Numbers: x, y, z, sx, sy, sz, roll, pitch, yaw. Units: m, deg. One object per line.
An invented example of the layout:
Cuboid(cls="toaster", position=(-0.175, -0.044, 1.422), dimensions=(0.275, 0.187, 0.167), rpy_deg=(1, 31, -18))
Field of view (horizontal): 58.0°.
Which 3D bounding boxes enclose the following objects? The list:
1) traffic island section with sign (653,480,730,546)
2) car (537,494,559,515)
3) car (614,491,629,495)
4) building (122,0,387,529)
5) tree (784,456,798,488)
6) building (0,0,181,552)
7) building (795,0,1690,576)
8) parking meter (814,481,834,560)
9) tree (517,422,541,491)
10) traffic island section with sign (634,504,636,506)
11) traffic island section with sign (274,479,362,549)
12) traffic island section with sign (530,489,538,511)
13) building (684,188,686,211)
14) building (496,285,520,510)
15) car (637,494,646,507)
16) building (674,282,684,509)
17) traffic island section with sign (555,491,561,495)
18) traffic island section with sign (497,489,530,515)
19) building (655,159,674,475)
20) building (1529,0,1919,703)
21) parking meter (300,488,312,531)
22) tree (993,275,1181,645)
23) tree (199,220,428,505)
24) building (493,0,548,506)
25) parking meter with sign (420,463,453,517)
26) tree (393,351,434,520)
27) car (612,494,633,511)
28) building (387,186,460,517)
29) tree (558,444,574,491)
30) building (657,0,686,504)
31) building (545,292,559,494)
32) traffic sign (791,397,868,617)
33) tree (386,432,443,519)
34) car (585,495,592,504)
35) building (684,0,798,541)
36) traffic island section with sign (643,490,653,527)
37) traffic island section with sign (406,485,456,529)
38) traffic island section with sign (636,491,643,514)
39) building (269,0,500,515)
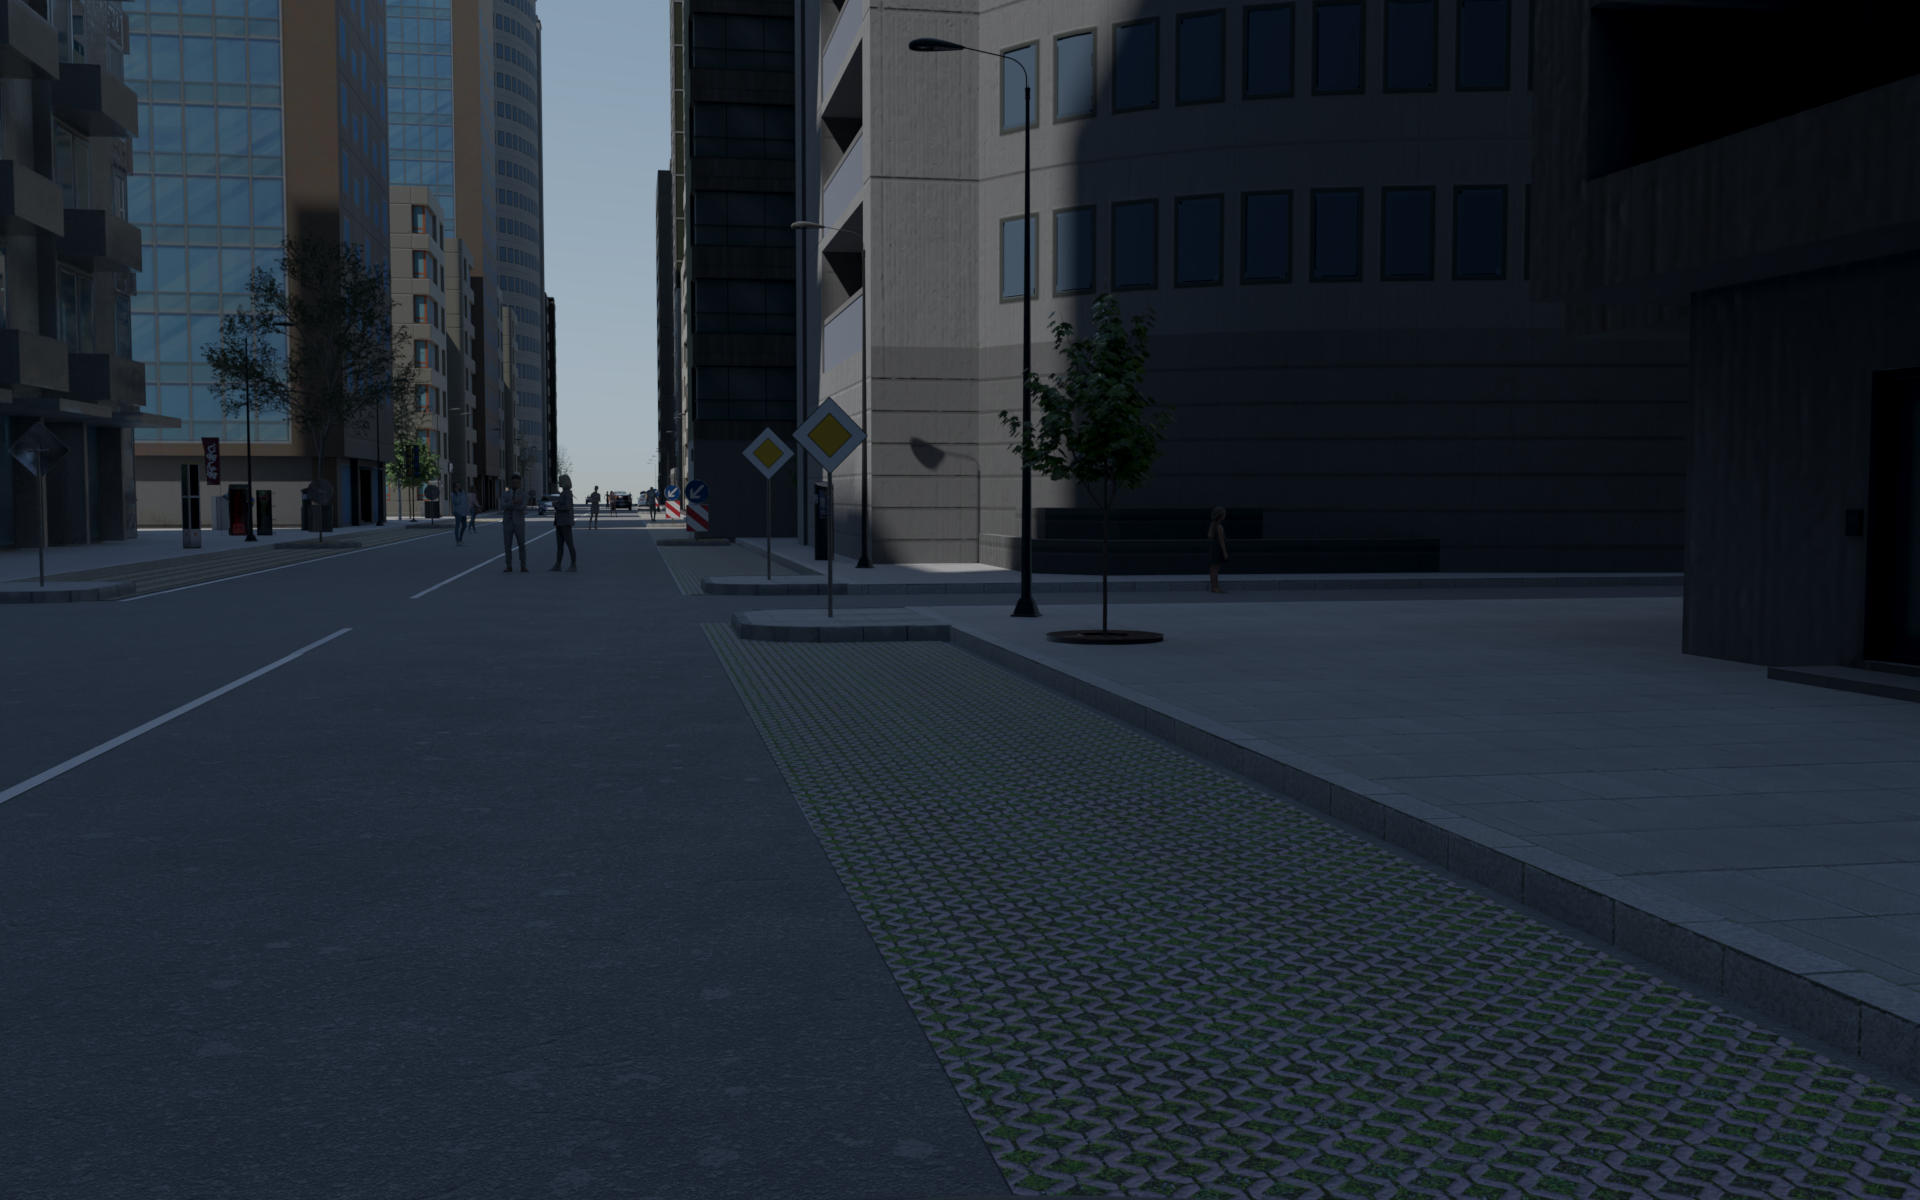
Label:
Cuboid(cls="traffic island section with sign", position=(-7.464, -2.425, 48.281), dimensions=(1.989, 1.847, 2.006), rpy_deg=(-1, 4, -11))
Cuboid(cls="car", position=(-27.987, -6.534, 118.828), dimensions=(2.014, 1.417, 4.499), rpy_deg=(-1, 4, -11))
Cuboid(cls="car", position=(-40.991, -12.226, 208.575), dimensions=(2.281, 1.827, 5.304), rpy_deg=(-1, 4, -12))
Cuboid(cls="building", position=(-31.128, -25.634, 69.226), dimensions=(14.600, 45.320, 14.200), rpy_deg=(-1, 4, -11))
Cuboid(cls="tree", position=(-3.926, -3.337, 49.161), dimensions=(1.663, 3.219, 1.824), rpy_deg=(0, 3, 0))
Cuboid(cls="building", position=(-30.776, -25.359, 34.236), dimensions=(23.786, 49.044, 30.456), rpy_deg=(-1, 4, -11))
Cuboid(cls="building", position=(11.289, -30.271, 36.937), dimensions=(28.212, 58.520, 21.231), rpy_deg=(-1, 4, -11))
Cuboid(cls="parking meter", position=(-2.636, -1.540, 33.592), dimensions=(0.372, 1.533, 0.369), rpy_deg=(0, 3, 0))
Cuboid(cls="tree", position=(-43.723, -13.527, 171.527), dimensions=(4.360, 8.622, 3.978), rpy_deg=(0, 3, 0))
Cuboid(cls="traffic island section with sign", position=(-27.060, -8.683, 150.588), dimensions=(1.989, 1.847, 2.006), rpy_deg=(-1, 4, -11))
Cuboid(cls="traffic island section with sign", position=(-16.964, -2.278, 45.880), dimensions=(1.989, 1.847, 2.006), rpy_deg=(-1, 4, -11))
Cuboid(cls="traffic island section with sign", position=(-36.667, -8.571, 148.764), dimensions=(1.989, 1.847, 2.006), rpy_deg=(-1, 4, -11))
Cuboid(cls="building", position=(0.407, -14.885, 88.409), dimensions=(27.650, 21.520, 28.899), rpy_deg=(-1, 4, -11))
Cuboid(cls="building", position=(-53.929, -18.787, 152.201), dimensions=(27.650, 21.520, 28.899), rpy_deg=(-1, 4, -11))
Cuboid(cls="car", position=(-34.259, -10.832, 189.105), dimensions=(2.014, 1.417, 4.499), rpy_deg=(-1, 4, -12))
Cuboid(cls="building", position=(-9.092, -18.203, 142.666), dimensions=(27.650, 21.520, 28.899), rpy_deg=(-1, 4, -11))
Cuboid(cls="traffic island section with sign", position=(-47.130, -11.910, 203.352), dimensions=(1.989, 1.847, 2.006), rpy_deg=(-1, 4, -11))
Cuboid(cls="traffic island section with sign", position=(-31.547, -6.938, 122.070), dimensions=(1.989, 1.847, 2.006), rpy_deg=(-1, 4, -11))
Cuboid(cls="building", position=(-32.336, -38.151, 247.477), dimensions=(21.300, 48.544, 21.600), rpy_deg=(-1, 4, -11))
Cuboid(cls="building", position=(11.583, -14.643, 11.113), dimensions=(14.160, 30.474, 14.107), rpy_deg=(-1, 4, -11))
Cuboid(cls="parking meter", position=(-22.895, -3.197, 60.675), dimensions=(0.372, 1.533, 0.369), rpy_deg=(0, 3, 0))
Cuboid(cls="tree", position=(1.366, -1.262, 15.239), dimensions=(1.663, 3.219, 1.824), rpy_deg=(0, 3, 0))
Cuboid(cls="tree", position=(-22.428, -7.683, 60.028), dimensions=(8.767, 10.594, 7.601), rpy_deg=(0, 4, 6))
Cuboid(cls="building", position=(-57.122, -39.656, 190.374), dimensions=(21.231, 58.520, 28.212), rpy_deg=(-1, 4, -11))
Cuboid(cls="parking meter with sign", position=(-29.403, -6.175, 97.218), dimensions=(1.738, 3.016, 0.543), rpy_deg=(0, 4, 3))
Cuboid(cls="tree", position=(-27.445, -8.186, 84.197), dimensions=(4.360, 8.622, 3.978), rpy_deg=(0, 3, 0))
Cuboid(cls="car", position=(-29.805, -8.727, 152.479), dimensions=(2.009, 1.686, 4.222), rpy_deg=(-1, 4, -12))
Cuboid(cls="building", position=(-46.155, -16.162, 109.295), dimensions=(27.650, 21.520, 28.899), rpy_deg=(-1, 4, -11))
Cuboid(cls="tree", position=(-58.989, -18.610, 254.636), dimensions=(4.360, 8.622, 3.978), rpy_deg=(0, 3, 0))
Cuboid(cls="building", position=(-29.181, -48.151, 225.514), dimensions=(20.563, 71.187, 20.611), rpy_deg=(-1, 4, -11))
Cuboid(cls="building", position=(-64.000, -28.821, 242.923), dimensions=(14.160, 30.474, 14.107), rpy_deg=(-1, 4, -11))
Cuboid(cls="traffic sign", position=(-1.353, -0.877, 17.974), dimensions=(0.795, 2.450, 0.064), rpy_deg=(-1, 4, -11))
Cuboid(cls="tree", position=(-28.355, -6.445, 89.085), dimensions=(4.285, 4.588, 4.351), rpy_deg=(0, 3, 0))
Cuboid(cls="car", position=(-51.939, -14.181, 244.432), dimensions=(1.945, 1.354, 3.894), rpy_deg=(-1, 4, -9))
Cuboid(cls="building", position=(-2.147, -17.490, 57.666), dimensions=(14.160, 30.474, 14.107), rpy_deg=(-1, 4, -11))
Cuboid(cls="traffic island section with sign", position=(-12.531, -4.045, 74.758), dimensions=(1.989, 1.847, 2.006), rpy_deg=(-1, 4, -11))
Cuboid(cls="traffic island section with sign", position=(-22.023, -3.898, 72.358), dimensions=(1.989, 1.847, 2.006), rpy_deg=(-1, 4, -11))
Cuboid(cls="traffic island section with sign", position=(-21.995, -7.062, 124.097), dimensions=(1.989, 1.847, 2.006), rpy_deg=(-1, 4, -11))
Cuboid(cls="building", position=(-42.907, -29.454, 131.680), dimensions=(14.600, 45.320, 14.200), rpy_deg=(-1, 4, -11))
